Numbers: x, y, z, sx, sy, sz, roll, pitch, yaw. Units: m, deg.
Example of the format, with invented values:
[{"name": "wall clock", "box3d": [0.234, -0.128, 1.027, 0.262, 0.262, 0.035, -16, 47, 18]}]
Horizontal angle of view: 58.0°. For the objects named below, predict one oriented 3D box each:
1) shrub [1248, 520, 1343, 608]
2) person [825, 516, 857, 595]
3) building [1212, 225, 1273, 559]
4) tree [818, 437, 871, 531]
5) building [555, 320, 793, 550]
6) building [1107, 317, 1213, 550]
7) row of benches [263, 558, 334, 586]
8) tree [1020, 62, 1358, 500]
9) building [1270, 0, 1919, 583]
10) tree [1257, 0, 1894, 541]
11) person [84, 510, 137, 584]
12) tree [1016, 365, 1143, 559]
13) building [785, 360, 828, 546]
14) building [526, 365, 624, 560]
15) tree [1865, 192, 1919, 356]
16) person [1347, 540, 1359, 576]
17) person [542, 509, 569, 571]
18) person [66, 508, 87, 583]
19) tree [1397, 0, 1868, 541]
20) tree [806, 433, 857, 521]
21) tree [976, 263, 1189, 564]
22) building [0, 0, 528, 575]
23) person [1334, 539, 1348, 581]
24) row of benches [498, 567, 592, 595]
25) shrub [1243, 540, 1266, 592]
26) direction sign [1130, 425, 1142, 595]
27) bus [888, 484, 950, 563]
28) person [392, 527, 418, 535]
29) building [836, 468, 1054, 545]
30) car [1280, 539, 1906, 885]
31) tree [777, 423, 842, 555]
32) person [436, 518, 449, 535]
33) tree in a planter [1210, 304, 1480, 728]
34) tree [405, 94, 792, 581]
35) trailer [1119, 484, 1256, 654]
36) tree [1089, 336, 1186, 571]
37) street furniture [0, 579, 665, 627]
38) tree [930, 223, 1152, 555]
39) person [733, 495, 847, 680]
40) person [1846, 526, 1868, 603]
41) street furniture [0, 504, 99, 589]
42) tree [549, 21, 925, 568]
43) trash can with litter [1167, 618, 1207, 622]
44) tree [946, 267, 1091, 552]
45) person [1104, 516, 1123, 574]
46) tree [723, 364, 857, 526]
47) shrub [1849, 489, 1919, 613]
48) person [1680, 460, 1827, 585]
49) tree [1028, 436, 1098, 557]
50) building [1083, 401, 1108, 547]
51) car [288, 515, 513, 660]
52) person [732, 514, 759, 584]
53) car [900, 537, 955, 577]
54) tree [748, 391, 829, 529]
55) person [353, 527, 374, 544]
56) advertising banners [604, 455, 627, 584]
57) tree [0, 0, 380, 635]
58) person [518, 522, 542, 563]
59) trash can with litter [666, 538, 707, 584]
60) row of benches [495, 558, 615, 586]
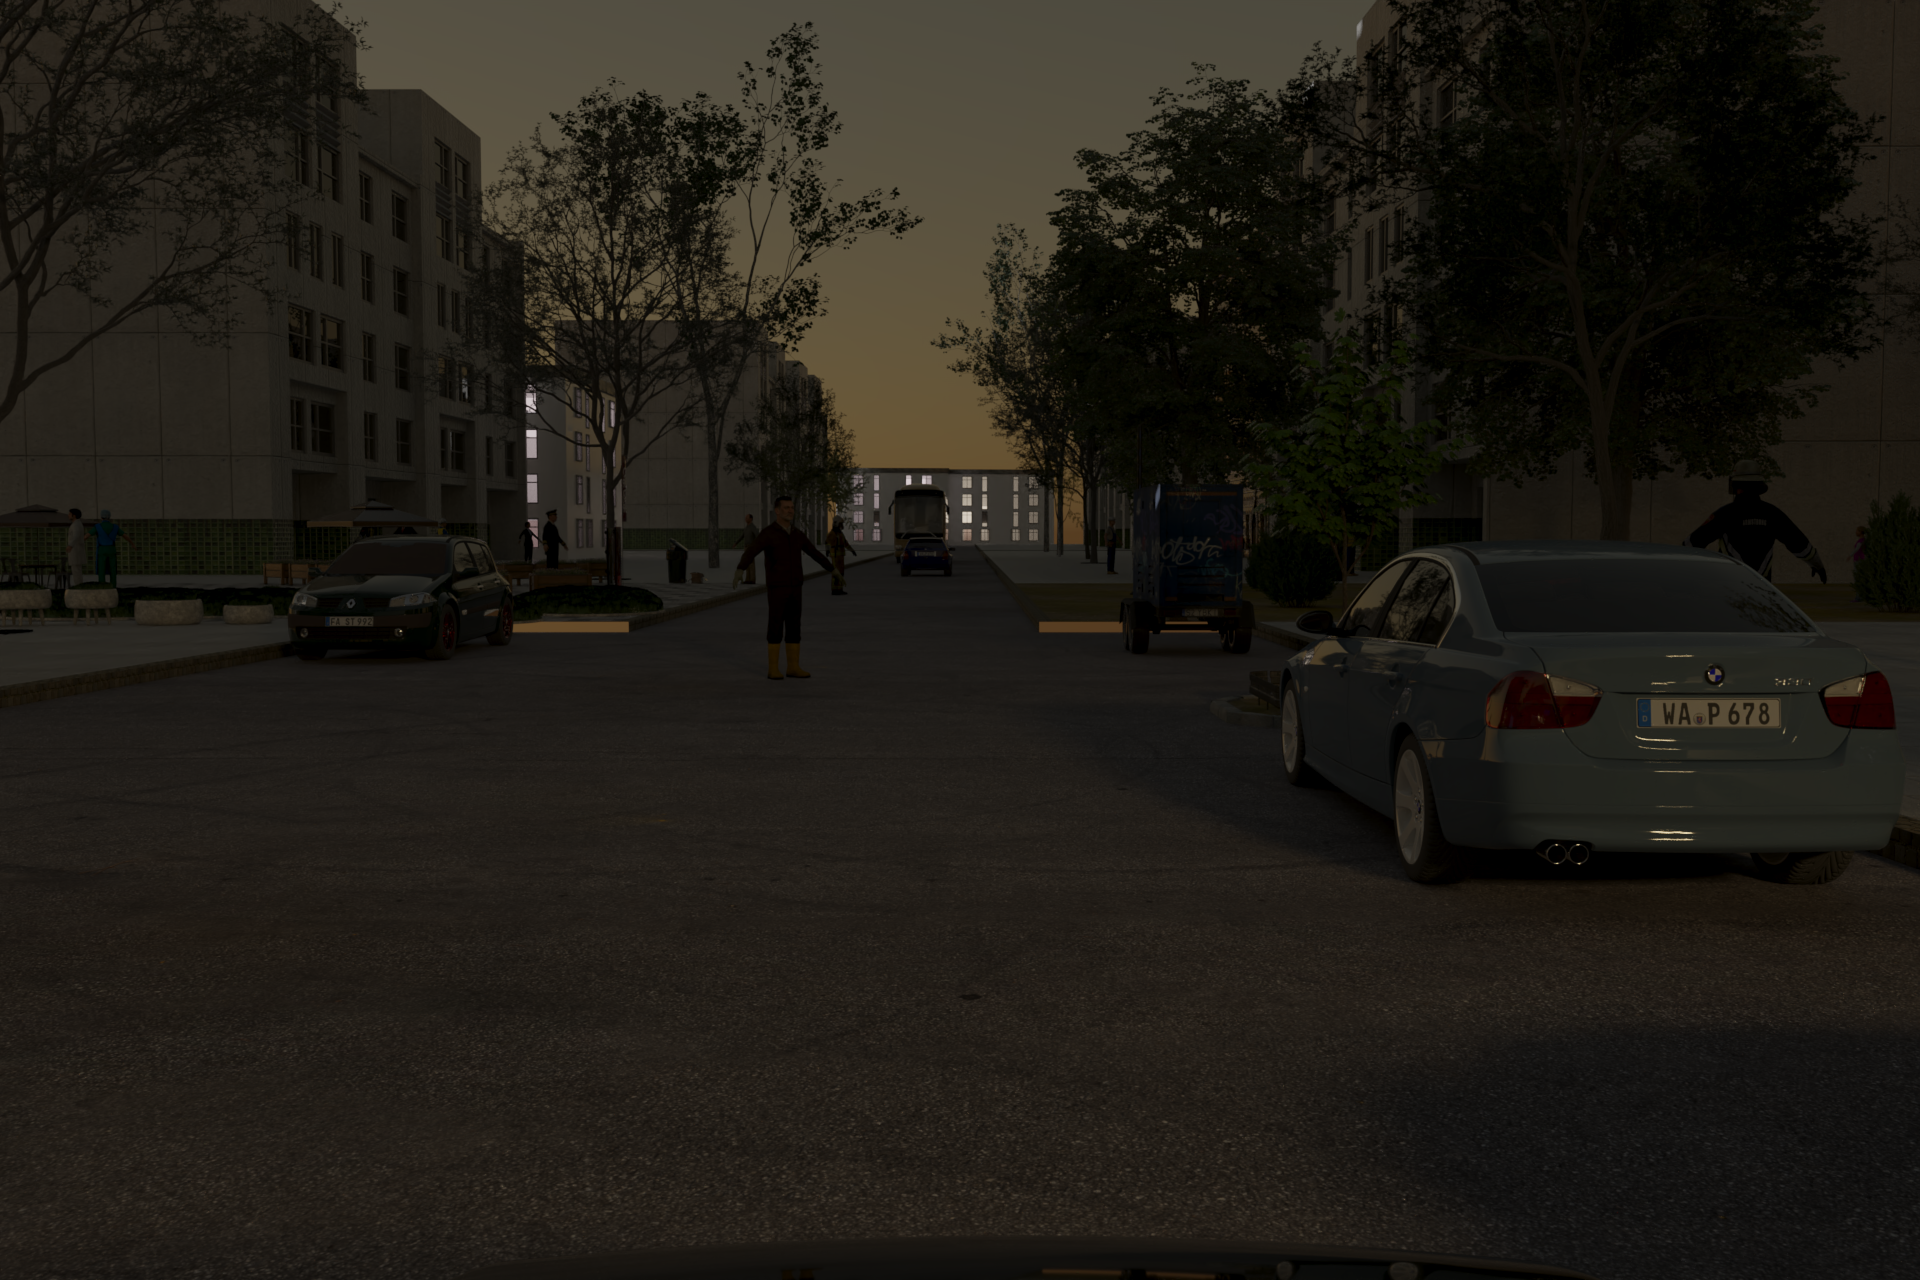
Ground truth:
[{"name": "shrub", "box3d": [5.916, -1.586, 30.352, 1.690, 2.028, 1.600, 0, 3, 0]}, {"name": "person", "box3d": [-2.847, -1.987, 40.706, 0.705, 1.858, 1.354, 2, 4, 26]}, {"name": "building", "box3d": [24.404, -16.101, 94.178, 19.493, 23.208, 18.063, 0, 3, 0]}, {"name": "tree", "box3d": [-9.030, -10.938, 129.190, 4.737, 8.622, 4.395, 0, 3, 0]}, {"name": "building", "box3d": [-25.159, -17.895, 159.036, 16.747, 18.905, 31.486, 0, 4, 0]}, {"name": "building", "box3d": [22.458, -17.306, 149.411, 16.747, 18.905, 31.486, 0, 3, 0]}, {"name": "row of benches", "box3d": [-16.069, -1.681, 42.951, 4.104, 0.672, 1.422, 3, 5, 44]}, {"name": "tree", "box3d": [6.478, -8.697, 48.844, 9.857, 13.997, 8.962, 0, 3, 0]}, {"name": "building", "box3d": [22.136, -11.877, 60.644, 16.747, 18.905, 31.486, 0, 3, 0]}, {"name": "tree", "box3d": [8.394, -5.389, 22.526, 8.767, 10.594, 7.601, -1, 4, -22]}, {"name": "person", "box3d": [-18.637, -1.936, 37.786, 1.347, 1.817, 0.704, -3, 5, -45]}, {"name": "tree", "box3d": [6.198, -9.390, 87.939, 7.601, 10.594, 8.767, 1, 4, 12]}, {"name": "building", "box3d": [-24.474, -19.928, 192.282, 16.747, 18.905, 31.486, 0, 4, 1]}, {"name": "building", "box3d": [-23.964, -9.662, 100.128, 9.099, 9.664, 28.070, 0, 4, 0]}, {"name": "tree", "box3d": [25.409, -7.817, 38.171, 12.009, 13.543, 11.850, 0, 3, 0]}, {"name": "person", "box3d": [12.004, -2.881, 53.072, 0.705, 1.833, 1.349, 3, 5, 42]}, {"name": "person", "box3d": [-9.060, -1.997, 38.589, 0.705, 1.837, 1.347, 0, 4, 7]}, {"name": "person", "box3d": [-18.106, -1.788, 35.421, 0.705, 1.806, 1.347, -2, 4, -24]}, {"name": "tree", "box3d": [13.900, -7.912, 36.009, 9.857, 13.997, 8.962, 0, 3, 0]}, {"name": "tree", "box3d": [-8.969, -10.495, 121.952, 4.737, 8.622, 4.395, 0, 3, 0]}, {"name": "tree", "box3d": [5.765, -10.071, 75.036, 12.009, 13.543, 11.850, 0, 3, 0]}, {"name": "building", "box3d": [-29.740, -12.404, 69.269, 16.747, 18.905, 31.486, 0, 4, 0]}, {"name": "person", "box3d": [10.269, -2.503, 47.055, 0.705, 1.813, 1.348, 3, 4, 38]}, {"name": "row of benches", "box3d": [-8.628, -0.979, 31.474, 4.104, 0.672, 1.422, -1, 4, -21]}, {"name": "shrub", "box3d": [6.781, -1.679, 38.560, 1.383, 1.207, 1.383, 0, 3, 0]}, {"name": "direction sign", "box3d": [3.779, -2.723, 36.525, 0.379, 3.537, 0.876, 0, 4, 1]}, {"name": "bus", "box3d": [-1.929, -5.909, 88.163, 2.896, 3.916, 12.252, 0, 4, 0]}, {"name": "person", "box3d": [-15.828, -2.639, 49.340, 1.347, 1.806, 0.705, 1, 4, 17]}, {"name": "building", "box3d": [-1.859, -16.891, 220.775, 28.070, 9.664, 9.099, 0, 4, -5]}, {"name": "car", "box3d": [2.723, 0.222, 8.377, 2.014, 1.417, 4.499, 0, 4, 1]}, {"name": "tree", "box3d": [-9.557, -9.390, 103.892, 4.360, 8.622, 3.978, 0, 3, 0]}, {"name": "person", "box3d": [-15.849, -2.872, 53.415, 0.721, 1.772, 1.216, -3, 5, -43]}, {"name": "tree in a planter", "box3d": [3.012, -0.996, 13.512, 1.991, 3.239, 1.994, 0, 4, 0]}, {"name": "tree", "box3d": [-9.709, -8.426, 48.128, 12.009, 13.543, 11.850, 0, 3, 0]}, {"name": "trailer", "box3d": [2.732, -0.898, 21.732, 1.471, 1.999, 3.904, 0, 4, -1]}, {"name": "tree", "box3d": [6.361, -6.755, 60.803, 4.737, 8.622, 4.395, 0, 3, 0]}, {"name": "street furniture", "box3d": [-9.699, -0.673, 26.623, 10.072, 0.657, 5.734, 0, 4, -6]}, {"name": "tree", "box3d": [4.990, -15.329, 106.519, 12.611, 20.169, 13.585, 0, 3, 0]}, {"name": "person", "box3d": [-1.721, -0.524, 17.161, 1.346, 1.812, 0.704, -3, 5, -41]}, {"name": "person", "box3d": [16.822, -1.422, 32.514, 0.599, 1.433, 0.991, 3, 5, 41]}, {"name": "street furniture", "box3d": [-33.639, -1.835, 35.035, 27.439, 1.986, 14.083, 0, 4, 0]}, {"name": "tree", "box3d": [-8.183, -12.729, 64.001, 12.611, 20.169, 13.585, 0, 3, 0]}, {"name": "trash can with litter", "box3d": [3.490, -0.859, 25.435, 1.055, 1.170, 0.624, 0, 4, -1]}, {"name": "tree", "box3d": [4.790, -16.450, 124.850, 12.611, 20.169, 13.585, 0, 3, 0]}, {"name": "person", "box3d": [4.865, -3.024, 55.304, 0.705, 1.847, 1.347, 2, 4, 28]}, {"name": "tree", "box3d": [-9.430, -9.880, 95.947, 8.767, 10.594, 7.601, 1, 4, 12]}, {"name": "shrub", "box3d": [15.437, -1.463, 28.341, 1.690, 2.028, 1.600, 0, 3, 0]}, {"name": "person", "box3d": [6.013, -0.455, 13.311, 1.351, 1.845, 0.704, 0, 4, 1]}, {"name": "tree", "box3d": [5.599, -9.033, 98.049, 4.360, 8.622, 3.978, 0, 3, 0]}, {"name": "building", "box3d": [22.490, -19.349, 182.821, 16.747, 18.905, 31.486, 0, 4, 0]}, {"name": "car", "box3d": [-6.659, -0.680, 20.901, 2.009, 1.686, 4.222, 0, 3, 0]}, {"name": "person", "box3d": [-5.412, -2.330, 44.361, 0.705, 1.796, 1.348, -3, 4, -36]}, {"name": "car", "box3d": [-1.137, -2.890, 59.826, 1.945, 1.354, 3.894, 0, 4, 0]}, {"name": "tree", "box3d": [-9.241, -8.509, 89.477, 4.360, 8.622, 3.978, 0, 3, 0]}, {"name": "person", "box3d": [-20.070, -3.217, 58.381, 0.705, 1.856, 1.354, 0, 4, 5]}, {"name": "advertising banners", "box3d": [-7.454, -2.537, 37.664, 0.090, 3.025, 2.074, 0, 4, 2]}, {"name": "tree", "box3d": [-12.560, -6.831, 22.055, 12.009, 13.543, 11.850, 0, 3, 0]}, {"name": "person", "box3d": [-15.877, -3.501, 63.955, 0.721, 1.740, 1.216, 2, 4, 29]}, {"name": "trash can with litter", "box3d": [-7.114, -2.061, 45.081, 1.055, 1.170, 0.624, 0, 4, 1]}, {"name": "row of benches", "box3d": [-10.200, -1.735, 43.829, 1.422, 0.672, 4.104, 2, 4, 33]}]
